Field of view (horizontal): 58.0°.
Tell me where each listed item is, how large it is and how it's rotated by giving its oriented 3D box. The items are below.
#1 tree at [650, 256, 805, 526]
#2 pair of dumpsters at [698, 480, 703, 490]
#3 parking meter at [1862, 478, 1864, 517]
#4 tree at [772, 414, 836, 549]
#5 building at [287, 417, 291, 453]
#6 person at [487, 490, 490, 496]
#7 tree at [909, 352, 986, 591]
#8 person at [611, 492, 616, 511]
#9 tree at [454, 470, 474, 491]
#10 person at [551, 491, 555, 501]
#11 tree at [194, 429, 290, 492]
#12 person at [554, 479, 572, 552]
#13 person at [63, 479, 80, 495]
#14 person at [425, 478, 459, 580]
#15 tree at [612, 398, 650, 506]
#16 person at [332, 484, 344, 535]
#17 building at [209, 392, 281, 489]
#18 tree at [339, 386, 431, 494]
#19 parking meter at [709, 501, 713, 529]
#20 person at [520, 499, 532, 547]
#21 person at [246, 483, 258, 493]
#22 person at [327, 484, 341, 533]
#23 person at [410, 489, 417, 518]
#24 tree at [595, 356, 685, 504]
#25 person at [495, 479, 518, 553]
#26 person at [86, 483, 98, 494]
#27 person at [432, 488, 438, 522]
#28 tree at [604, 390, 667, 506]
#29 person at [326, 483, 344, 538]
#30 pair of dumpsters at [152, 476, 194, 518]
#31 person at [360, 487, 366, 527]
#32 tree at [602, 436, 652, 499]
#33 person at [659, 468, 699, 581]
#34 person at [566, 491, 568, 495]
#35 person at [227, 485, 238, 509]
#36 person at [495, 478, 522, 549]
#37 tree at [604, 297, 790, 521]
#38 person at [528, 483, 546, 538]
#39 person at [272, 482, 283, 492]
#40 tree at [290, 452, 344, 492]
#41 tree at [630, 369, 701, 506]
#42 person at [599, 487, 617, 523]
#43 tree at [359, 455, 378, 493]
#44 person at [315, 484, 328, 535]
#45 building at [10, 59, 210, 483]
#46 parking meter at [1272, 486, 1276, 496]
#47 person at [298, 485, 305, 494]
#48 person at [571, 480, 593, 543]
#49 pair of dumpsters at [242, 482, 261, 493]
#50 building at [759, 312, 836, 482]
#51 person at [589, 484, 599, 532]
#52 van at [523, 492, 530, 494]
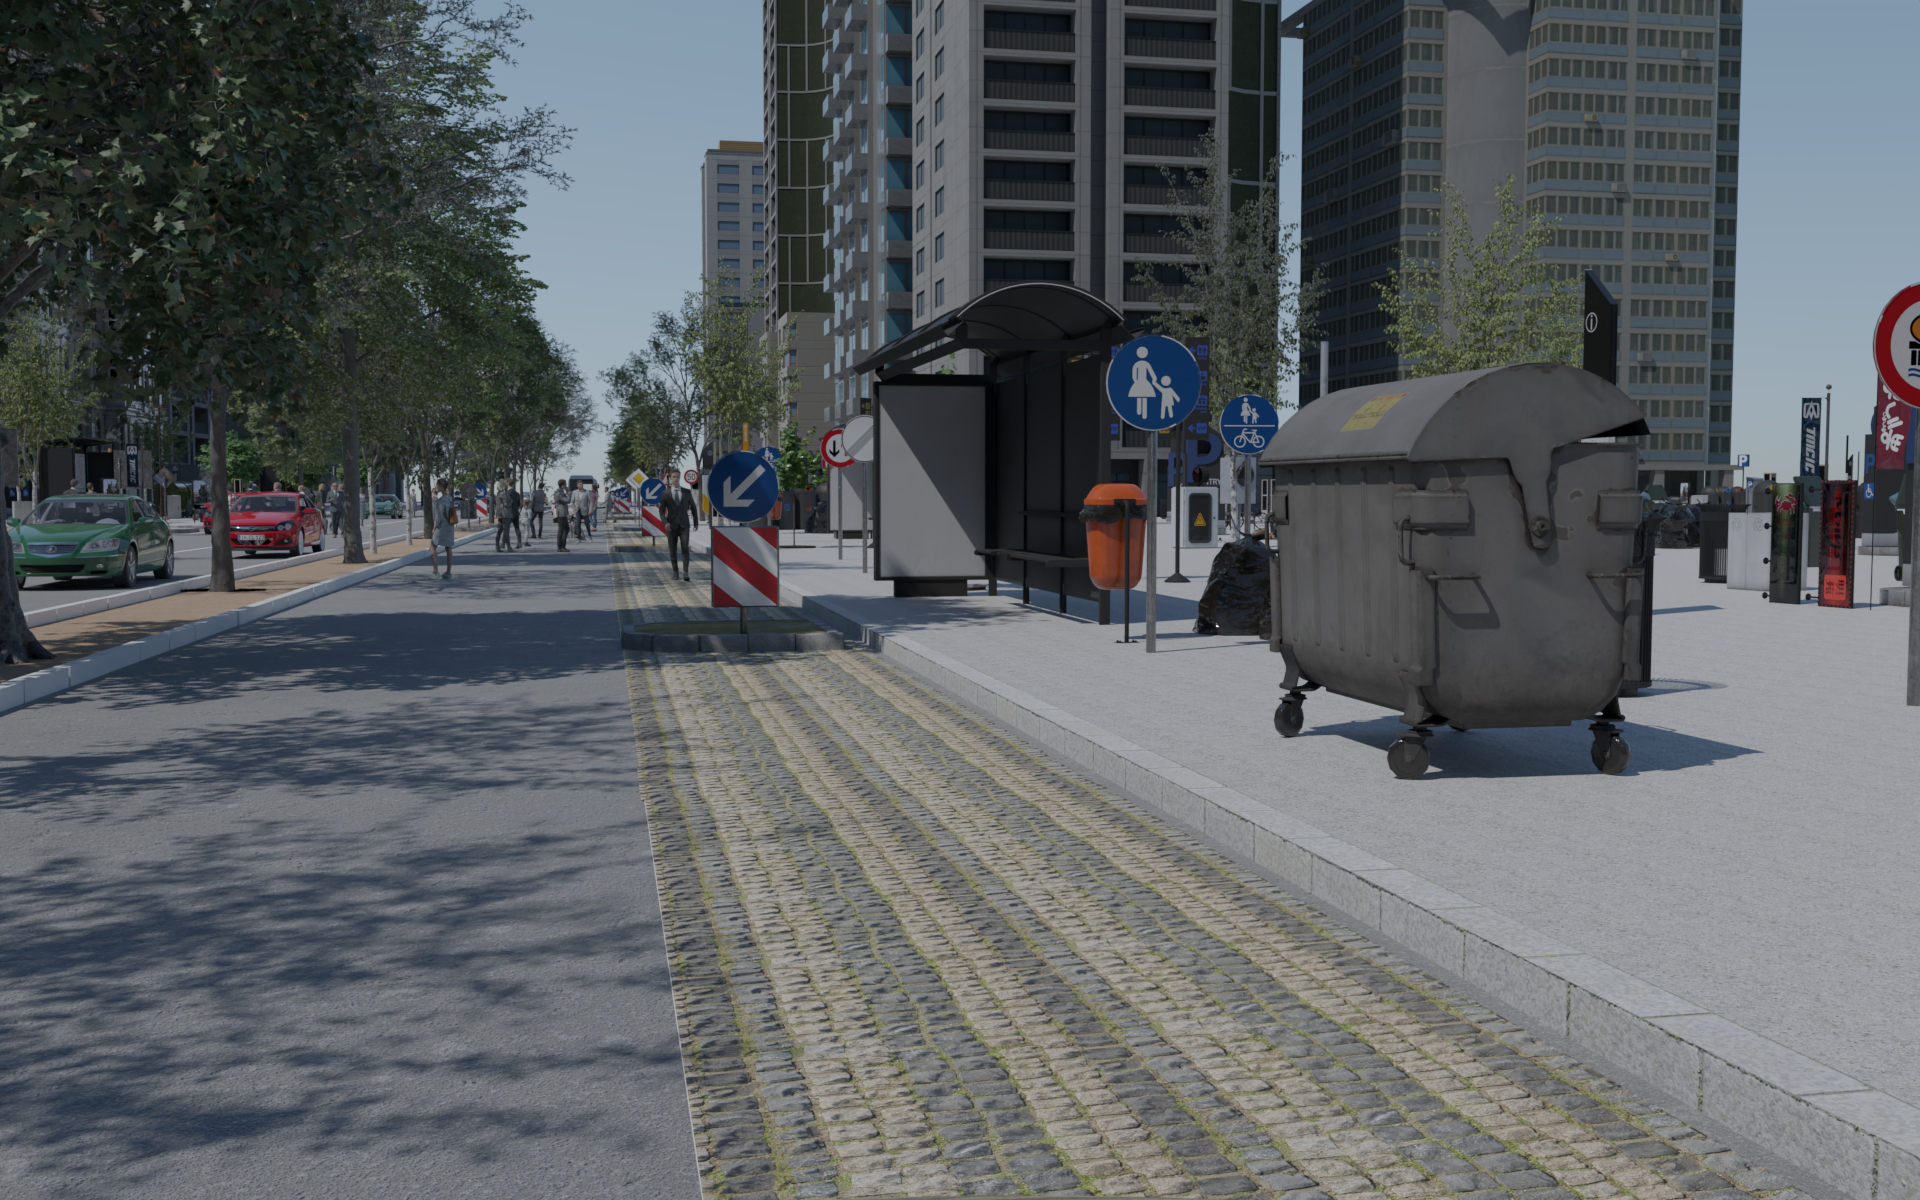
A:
[{"bbox_3d":[-7.096,-6.380,54.682,4.737,8.622,4.395,0,3,0],"label":"tree"},{"bbox_3d":[-18.071,-7.506,125.223,1.574,2.255,4.437,-1,4,-12],"label":"pair of dumpsters"},{"bbox_3d":[24.914,-2.548,47.369,0.255,1.863,0.399,-2,4,-26],"label":"parking meter"},{"bbox_3d":[-3.998,-2.841,41.056,1.663,3.219,1.824,0,3,0],"label":"tree"},{"bbox_3d":[-78.049,-30.495,182.179,14.154,41.232,14.086,-1,4,-12],"label":"building"},{"bbox_3d":[-39.734,-8.425,146.648,0.661,1.777,0.834,-3,5,-44],"label":"person"},{"bbox_3d":[-0.119,-1.743,23.098,1.663,3.219,1.824,0,3,0],"label":"tree"},{"bbox_3d":[-28.797,-8.147,143.513,0.589,1.601,0.330,0,4,-7],"label":"person"},{"bbox_3d":[-69.117,-15.742,241.101,4.285,4.588,4.351,0,3,0],"label":"tree"},{"bbox_3d":[-49.767,-12.491,212.708,1.348,1.826,0.705,-3,4,-36],"label":"person"},{"bbox_3d":[-36.760,-6.340,87.373,4.285,4.588,4.351,0,3,0],"label":"tree"},{"bbox_3d":[-9.802,-2.087,42.805,0.473,1.802,0.592,0,4,-4],"label":"person"},{"bbox_3d":[-24.994,-2.480,48.828,0.659,1.850,0.755,1,4,17],"label":"person"},{"bbox_3d":[-8.706,-1.205,29.203,0.522,1.701,0.512,0,4,4],"label":"person"},{"bbox_3d":[-23.257,-10.973,129.769,4.737,8.622,4.395,0,3,0],"label":"tree"},{"bbox_3d":[-21.609,-3.153,60.448,0.834,1.777,0.661,3,5,44],"label":"person"},{"bbox_3d":[-74.074,-31.655,167.673,14.600,45.320,14.200,-1,4,-12],"label":"building"},{"bbox_3d":[-51.187,-15.129,154.010,9.857,13.997,8.962,0,3,0],"label":"tree"},{"bbox_3d":[-8.972,-3.524,63.330,0.399,1.863,0.255,0,4,1],"label":"parking meter"},{"bbox_3d":[-11.822,-2.111,47.287,0.425,1.301,0.394,2,4,26],"label":"person"},{"bbox_3d":[-30.560,-4.094,74.793,0.474,1.900,0.648,3,5,40],"label":"person"},{"bbox_3d":[-23.138,-3.403,64.313,0.728,1.800,0.709,0,4,-7],"label":"person"},{"bbox_3d":[-32.800,-5.811,104.082,0.524,1.755,0.480,2,4,33],"label":"person"},{"bbox_3d":[-43.117,-23.168,234.688,12.611,20.169,13.585,0,3,0],"label":"tree"},{"bbox_3d":[-11.158,-2.069,42.509,0.526,1.800,0.537,-1,4,-22],"label":"person"},{"bbox_3d":[-26.896,-2.745,53.722,0.374,1.781,0.599,3,4,36],"label":"person"},{"bbox_3d":[-26.914,-4.873,88.740,0.524,1.755,0.480,2,4,34],"label":"person"},{"bbox_3d":[-34.498,-16.464,187.308,7.486,12.596,7.792,0,3,0],"label":"tree"},{"bbox_3d":[-20.364,-2.931,56.600,0.661,1.801,0.590,-2,4,-24],"label":"person"},{"bbox_3d":[-41.967,-5.507,92.536,1.574,2.255,4.437,-1,4,-12],"label":"pair of dumpsters"},{"bbox_3d":[-25.982,-4.040,75.119,0.480,1.755,0.524,-3,5,-43],"label":"person"},{"bbox_3d":[-56.712,-23.189,296.146,9.611,12.733,9.660,0,3,0],"label":"tree"},{"bbox_3d":[-4.608,-1.232,28.420,0.659,1.850,0.755,-1,4,-11],"label":"person"},{"bbox_3d":[-33.265,-8.466,146.935,0.388,1.821,0.555,-1,4,-23],"label":"person"},{"bbox_3d":[-24.371,-2.982,58.090,0.563,1.720,0.643,2,4,35],"label":"person"},{"bbox_3d":[-11.805,-2.267,45.346,0.755,1.850,0.659,2,4,24],"label":"person"},{"bbox_3d":[-12.238,-9.005,81.650,8.767,10.594,7.601,-1,4,-20],"label":"tree"},{"bbox_3d":[-13.661,-2.891,55.944,0.592,1.802,0.473,-2,4,-25],"label":"person"},{"bbox_3d":[-20.070,-2.565,50.840,0.834,1.777,0.661,2,4,32],"label":"person"},{"bbox_3d":[-42.476,-7.871,112.406,4.285,4.588,4.351,0,3,0],"label":"tree"},{"bbox_3d":[-17.644,-9.340,103.073,4.360,8.622,3.978,0,3,0],"label":"tree"},{"bbox_3d":[-17.193,-4.642,84.678,0.850,1.792,0.678,0,3,0],"label":"person"},{"bbox_3d":[-46.473,-9.149,133.297,4.285,4.588,4.351,0,3,0],"label":"tree"},{"bbox_3d":[-22.748,-3.230,61.529,0.699,1.804,1.509,-1,4,-10],"label":"person"},{"bbox_3d":[-74.692,-43.456,148.759,20.563,71.187,20.611,-1,4,-12],"label":"building"},{"bbox_3d":[10.158,-2.870,55.338,0.372,1.533,0.369,0,3,0],"label":"parking meter"},{"bbox_3d":[-27.564,-3.909,72.635,0.641,1.798,0.478,-2,4,-32],"label":"person"},{"bbox_3d":[-11.045,-2.589,50.677,0.661,1.843,0.795,0,4,5],"label":"person"},{"bbox_3d":[-41.081,-5.891,98.809,1.574,2.255,4.437,-1,4,-12],"label":"pair of dumpsters"},{"bbox_3d":[-5.807,-20.583,181.571,27.650,21.520,28.899,-1,4,-12],"label":"building"},{"bbox_3d":[-14.030,-3.534,66.296,0.388,1.821,0.555,-3,5,-40],"label":"person"},{"bbox_3d":[-71.790,-17.101,286.617,2.013,2.044,4.112,-1,4,-12],"label":"van"}]
